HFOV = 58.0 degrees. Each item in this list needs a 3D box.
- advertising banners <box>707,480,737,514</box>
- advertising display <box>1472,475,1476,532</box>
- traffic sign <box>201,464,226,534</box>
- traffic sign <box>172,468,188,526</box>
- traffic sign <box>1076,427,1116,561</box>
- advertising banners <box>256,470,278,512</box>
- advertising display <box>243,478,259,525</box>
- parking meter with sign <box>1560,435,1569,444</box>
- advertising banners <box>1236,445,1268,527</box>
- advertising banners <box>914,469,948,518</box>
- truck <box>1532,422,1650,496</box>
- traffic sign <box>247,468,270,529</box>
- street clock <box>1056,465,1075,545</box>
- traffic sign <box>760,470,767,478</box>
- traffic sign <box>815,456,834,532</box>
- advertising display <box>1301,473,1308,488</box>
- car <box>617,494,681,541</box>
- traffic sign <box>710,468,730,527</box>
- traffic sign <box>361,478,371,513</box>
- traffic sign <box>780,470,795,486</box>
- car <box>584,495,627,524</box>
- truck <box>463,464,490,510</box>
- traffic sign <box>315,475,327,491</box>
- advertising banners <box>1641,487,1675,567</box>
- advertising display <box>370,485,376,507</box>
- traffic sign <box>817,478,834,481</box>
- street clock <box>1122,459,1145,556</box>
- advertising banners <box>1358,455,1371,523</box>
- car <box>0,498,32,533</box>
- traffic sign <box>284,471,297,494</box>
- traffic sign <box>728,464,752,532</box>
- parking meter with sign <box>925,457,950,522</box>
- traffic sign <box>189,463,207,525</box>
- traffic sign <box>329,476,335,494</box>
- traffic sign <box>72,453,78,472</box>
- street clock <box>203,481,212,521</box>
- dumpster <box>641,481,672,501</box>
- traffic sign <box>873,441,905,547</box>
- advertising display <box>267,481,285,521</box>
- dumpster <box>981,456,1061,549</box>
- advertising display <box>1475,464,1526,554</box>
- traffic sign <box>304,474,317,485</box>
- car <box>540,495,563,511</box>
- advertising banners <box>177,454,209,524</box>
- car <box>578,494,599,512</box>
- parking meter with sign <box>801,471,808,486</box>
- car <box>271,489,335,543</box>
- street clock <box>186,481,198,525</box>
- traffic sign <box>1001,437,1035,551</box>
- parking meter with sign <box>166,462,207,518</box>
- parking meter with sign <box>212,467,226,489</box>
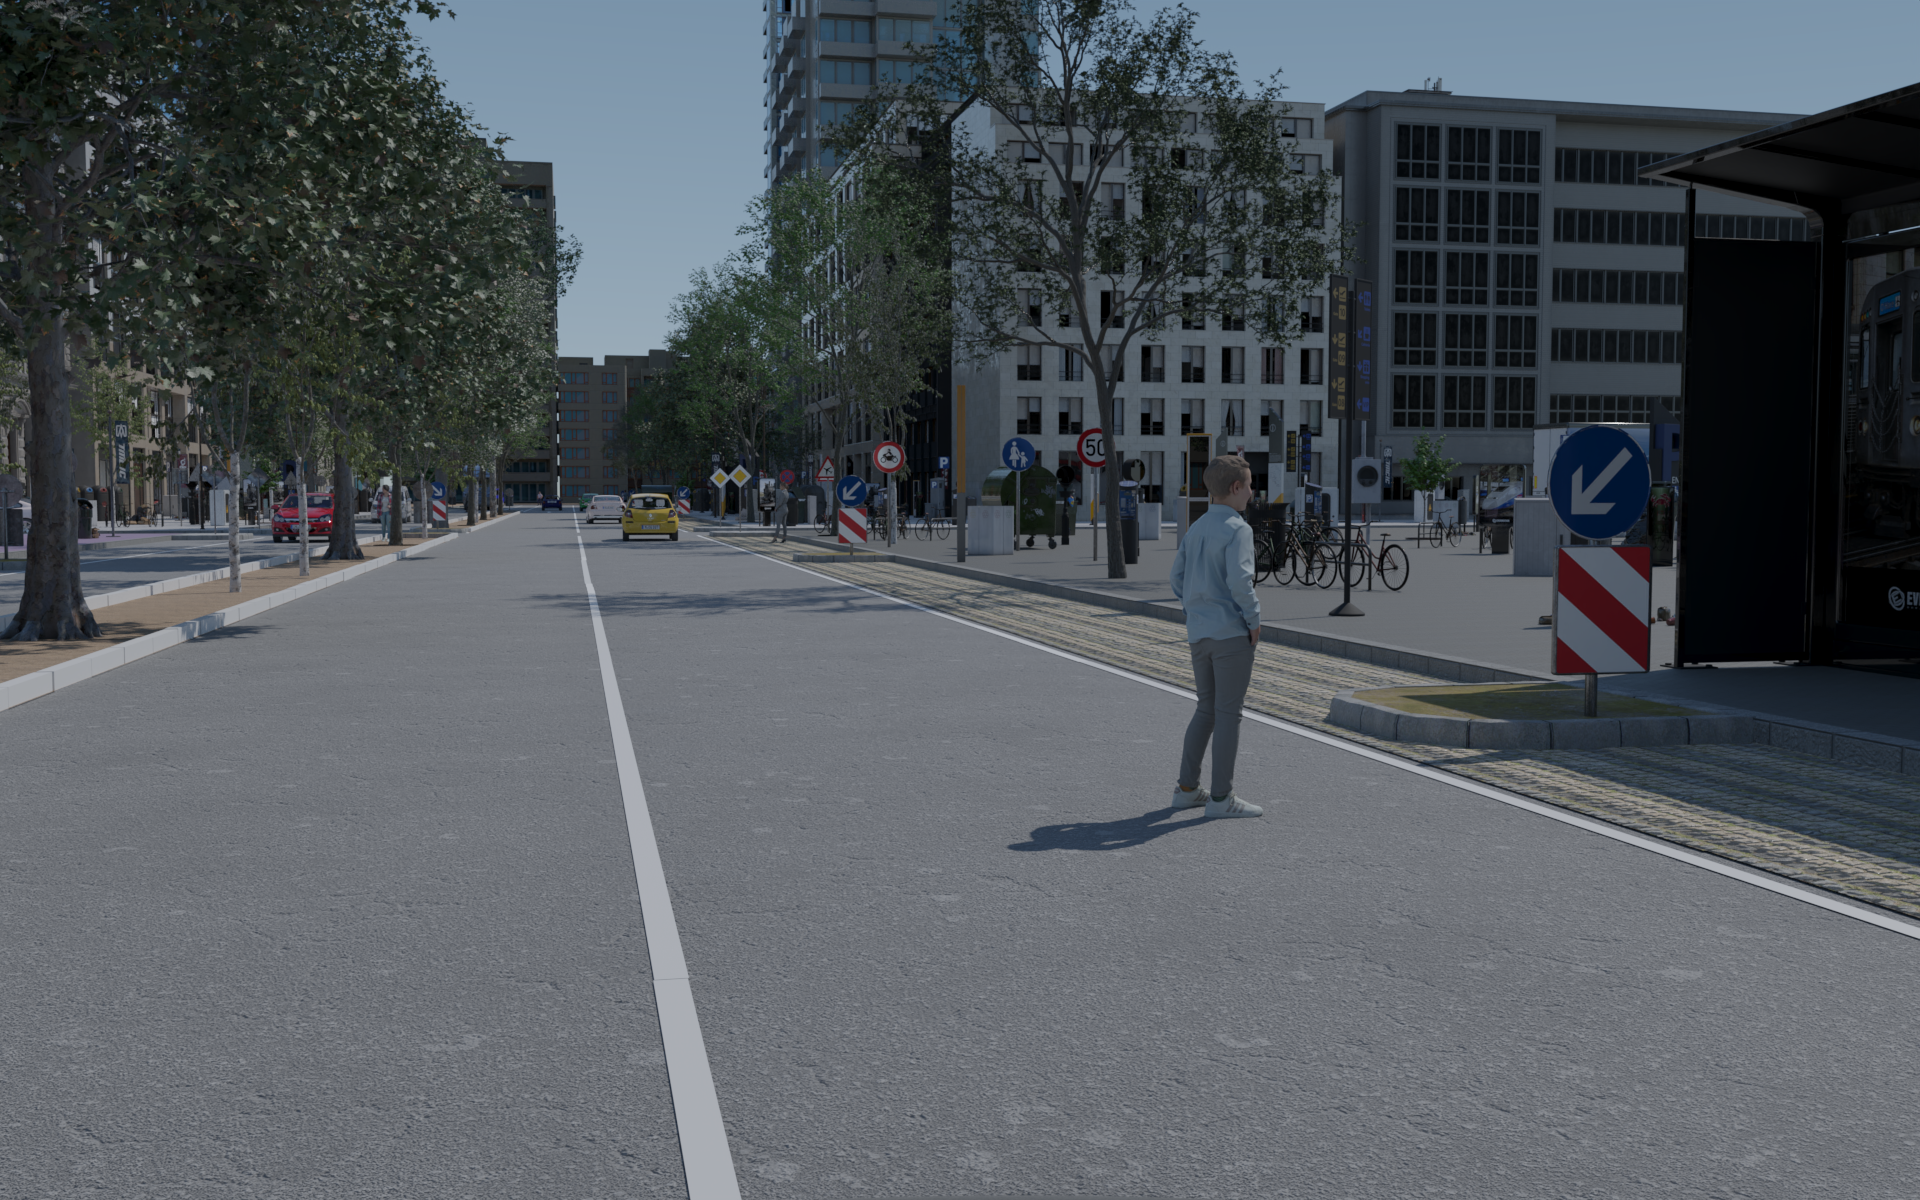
[{"bbox_3d":[-15.025,-6.888,108.805,2.074,3.025,0.090,-2,4,-28],"label":"advertising banners"},{"bbox_3d":[17.617,-3.271,58.700,0.123,1.923,0.974,3,5,39],"label":"advertising display"},{"bbox_3d":[-23.700,-3.146,55.071,0.795,2.450,0.064,-1,4,-13],"label":"traffic sign"},{"bbox_3d":[-30.793,-4.055,68.435,0.606,2.300,0.079,0,4,-7],"label":"traffic sign"},{"bbox_3d":[2.601,-2.024,33.193,0.768,2.556,0.104,0,4,-4],"label":"traffic sign"},{"bbox_3d":[-50.033,-7.844,124.444,2.074,3.025,0.090,-2,4,-34],"label":"advertising banners"},{"bbox_3d":[-29.121,-4.033,71.151,0.974,1.923,0.123,2,4,35],"label":"advertising display"},{"bbox_3d":[18.317,-3.376,51.451,0.543,3.016,1.738,2,4,34],"label":"parking meter with sign"},{"bbox_3d":[10.549,-4.063,62.624,0.090,3.025,2.074,3,5,43],"label":"advertising banners"},{"bbox_3d":[-1.491,-5.914,92.889,2.074,3.025,0.090,-2,4,-24],"label":"advertising banners"},{"bbox_3d":[28.822,-4.970,70.171,11.283,4.237,2.839,-1,4,-14],"label":"truck"},{"bbox_3d":[-25.451,-3.622,62.863,0.795,2.450,0.064,-1,4,-13],"label":"traffic sign"},{"bbox_3d":[2.659,-2.393,43.696,0.471,2.002,0.358,0,4,-2],"label":"street clock"},{"bbox_3d":[-10.459,-5.529,90.503,0.768,2.556,0.104,0,4,-4],"label":"traffic sign"},{"bbox_3d":[-4.465,-3.584,58.599,0.884,2.594,0.081,0,4,-4],"label":"traffic sign"},{"bbox_3d":[10.676,-2.969,53.756,0.123,1.923,0.974,1,4,17],"label":"advertising display"},{"bbox_3d":[-9.684,-2.678,54.006,2.015,1.641,3.980,-1,4,-11],"label":"car"},{"bbox_3d":[-9.206,-3.843,66.480,0.795,2.450,0.064,-1,4,-13],"label":"traffic sign"},{"bbox_3d":[-40.973,-7.249,119.699,0.795,2.450,0.064,-1,4,-12],"label":"traffic sign"},{"bbox_3d":[-9.007,-5.518,90.319,0.768,2.556,0.104,0,4,-7],"label":"traffic sign"},{"bbox_3d":[-17.314,-4.428,84.760,2.083,1.381,4.827,-1,4,-14],"label":"car"},{"bbox_3d":[-44.160,-10.363,159.200,2.967,4.110,18.799,-1,4,-14],"label":"truck"},{"bbox_3d":[-43.407,-7.187,117.621,0.768,2.556,0.104,-1,4,-11],"label":"traffic sign"},{"bbox_3d":[13.095,-2.095,30.439,2.074,3.025,0.090,1,4,14],"label":"advertising banners"},{"bbox_3d":[-40.179,-6.935,118.607,0.123,1.923,0.974,-3,4,-36],"label":"advertising display"},{"bbox_3d":[-5.554,-4.452,72.787,0.884,2.594,0.081,0,4,-3],"label":"traffic sign"},{"bbox_3d":[3.569,-1.899,35.621,0.471,2.002,0.358,-3,5,-42],"label":"street clock"},{"bbox_3d":[17.866,-4.918,76.593,0.090,3.025,2.074,0,4,-2],"label":"advertising banners"},{"bbox_3d":[-32.280,-2.769,57.631,4.827,1.381,2.083,-1,4,-12],"label":"car"},{"bbox_3d":[-37.632,-5.961,97.464,0.884,2.594,0.081,-1,4,-10],"label":"traffic sign"},{"bbox_3d":[-7.455,-3.367,58.689,0.795,2.450,0.064,-1,4,-13],"label":"traffic sign"},{"bbox_3d":[-1.079,-5.142,80.333,0.543,3.016,1.738,2,4,25],"label":"parking meter with sign"},{"bbox_3d":[-31.407,-4.373,71.498,0.884,2.594,0.081,-1,4,-9],"label":"traffic sign"},{"bbox_3d":[-41.520,-7.026,114.978,0.768,2.556,0.104,0,4,-4],"label":"traffic sign"},{"bbox_3d":[-25.313,-2.984,48.897,0.768,2.556,0.104,-1,4,-12],"label":"traffic sign"},{"bbox_3d":[-36.187,-4.814,83.283,0.358,2.002,0.471,3,4,36],"label":"street clock"},{"bbox_3d":[-19.463,-6.490,111.070,1.985,2.255,1.502,-1,4,-14],"label":"dumpster"},{"bbox_3d":[-1.705,-2.541,41.647,0.768,2.556,0.104,0,4,-7],"label":"traffic sign"},{"bbox_3d":[-32.727,-4.751,82.889,0.123,1.923,0.974,2,4,25],"label":"advertising display"},{"bbox_3d":[1.453,-2.347,40.867,1.502,2.255,1.985,-1,4,-13],"label":"dumpster"},{"bbox_3d":[11.609,-1.952,37.127,0.974,1.923,0.123,2,4,32],"label":"advertising display"},{"bbox_3d":[-39.351,-6.411,104.924,0.768,2.556,0.104,0,4,-7],"label":"traffic sign"},{"bbox_3d":[-35.315,-8.395,149.832,1.945,1.354,3.894,-1,4,-14],"label":"car"},{"bbox_3d":[-33.001,-4.830,75.152,2.074,3.025,0.090,1,4,8],"label":"advertising banners"},{"bbox_3d":[-30.662,-8.252,143.718,1.959,1.807,4.718,-1,4,-14],"label":"car"},{"bbox_3d":[-11.953,-8.311,132.143,0.543,3.016,1.738,0,4,1],"label":"parking meter with sign"},{"bbox_3d":[-19.681,-2.660,52.535,2.155,1.783,4.494,-1,4,-13],"label":"car"},{"bbox_3d":[-31.899,-4.122,71.963,0.471,2.002,0.358,-1,4,-17],"label":"street clock"},{"bbox_3d":[1.305,-2.374,38.927,0.768,2.556,0.104,0,4,-7],"label":"traffic sign"},{"bbox_3d":[-41.979,-5.969,93.850,1.738,3.016,0.543,-3,5,-45],"label":"parking meter with sign"},{"bbox_3d":[-47.948,-7.066,111.795,0.543,3.016,1.738,0,4,6],"label":"parking meter with sign"}]
